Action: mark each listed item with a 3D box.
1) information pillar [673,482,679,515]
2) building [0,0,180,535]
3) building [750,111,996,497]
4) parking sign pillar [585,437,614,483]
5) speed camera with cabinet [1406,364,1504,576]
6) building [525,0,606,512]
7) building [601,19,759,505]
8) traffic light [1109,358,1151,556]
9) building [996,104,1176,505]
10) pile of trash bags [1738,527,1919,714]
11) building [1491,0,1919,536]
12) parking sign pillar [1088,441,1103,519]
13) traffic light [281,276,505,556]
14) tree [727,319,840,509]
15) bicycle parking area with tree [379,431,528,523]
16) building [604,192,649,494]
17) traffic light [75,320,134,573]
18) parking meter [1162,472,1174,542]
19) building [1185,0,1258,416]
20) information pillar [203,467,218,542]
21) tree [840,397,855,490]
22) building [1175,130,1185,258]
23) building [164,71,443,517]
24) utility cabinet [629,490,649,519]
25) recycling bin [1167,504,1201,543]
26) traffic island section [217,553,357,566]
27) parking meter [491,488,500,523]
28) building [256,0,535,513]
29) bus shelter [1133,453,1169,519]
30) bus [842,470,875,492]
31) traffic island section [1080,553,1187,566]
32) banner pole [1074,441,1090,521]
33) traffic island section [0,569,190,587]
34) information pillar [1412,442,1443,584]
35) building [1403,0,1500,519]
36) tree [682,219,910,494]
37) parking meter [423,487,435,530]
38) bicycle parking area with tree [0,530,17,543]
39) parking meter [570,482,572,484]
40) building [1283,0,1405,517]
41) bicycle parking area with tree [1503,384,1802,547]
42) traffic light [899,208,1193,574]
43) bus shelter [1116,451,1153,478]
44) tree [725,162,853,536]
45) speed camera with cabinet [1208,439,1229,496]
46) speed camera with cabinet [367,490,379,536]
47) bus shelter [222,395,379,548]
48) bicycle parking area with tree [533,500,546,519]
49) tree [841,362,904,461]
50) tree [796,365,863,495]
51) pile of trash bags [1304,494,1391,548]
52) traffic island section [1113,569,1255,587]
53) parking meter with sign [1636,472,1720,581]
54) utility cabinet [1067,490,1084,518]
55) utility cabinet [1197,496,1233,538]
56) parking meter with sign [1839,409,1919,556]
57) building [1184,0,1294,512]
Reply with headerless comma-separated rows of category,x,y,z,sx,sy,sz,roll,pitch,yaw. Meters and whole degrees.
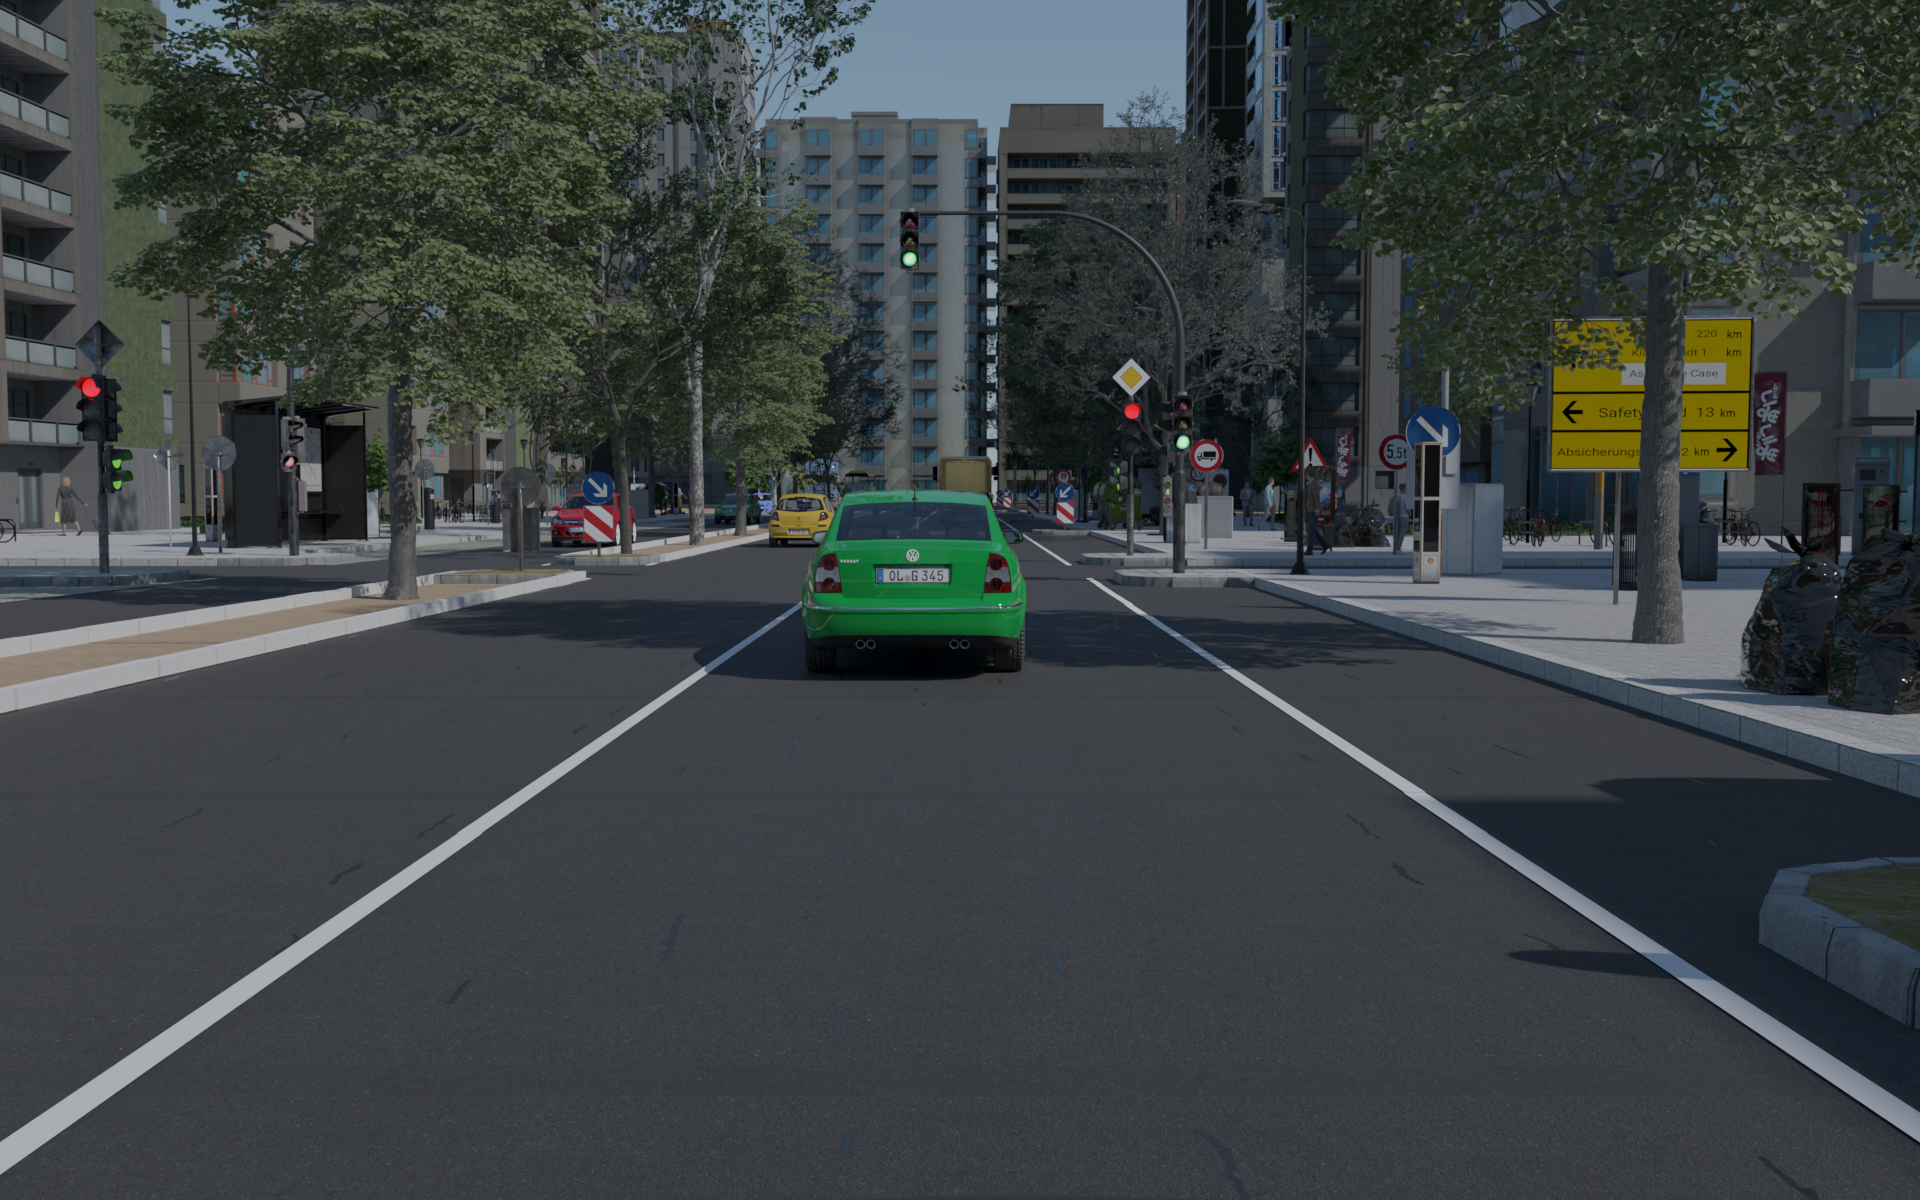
information pillar,-17.280,-6.169,105.358,0.304,2.012,0.304,0,4,-6
building,-35.652,-22.748,55.520,14.154,41.232,14.086,0,3,0
building,-10.730,-36.698,219.622,30.456,49.044,23.786,0,3,0
parking sign pillar,-17.040,-5.711,81.843,1.447,3.967,1.447,1,4,14
speed camera with cabinet,7.740,-1.999,27.028,2.038,3.252,0.660,-3,5,-44
building,-40.684,-31.295,135.369,21.300,48.544,21.600,0,3,0
building,-40.064,-41.405,218.967,28.212,58.520,21.231,0,3,0
traffic light,3.522,-2.876,35.937,0.839,4.253,0.868,0,3,0
building,15.297,-36.381,218.525,21.600,48.544,21.300,0,3,0
pile of trash bags,6.837,-0.063,10.779,3.447,1.369,1.912,0,4,7
building,34.986,-27.017,61.338,30.456,49.044,23.786,0,3,0
parking sign pillar,7.112,-6.132,88.726,1.447,3.967,1.447,1,4,13
traffic light,-11.748,-3.749,35.966,4.771,5.953,1.251,0,3,0
tree,-7.048,-6.917,65.917,4.737,8.622,4.395,0,3,0
bicycle parking area with tree,-24.865,-5.609,78.714,8.231,4.147,9.016,0,4,1
building,-37.458,-24.097,165.689,14.107,30.474,14.160,0,3,0
traffic light,-13.845,-2.387,27.947,0.839,4.253,0.868,0,3,0
parking meter,5.618,-2.475,46.171,0.399,1.863,0.255,3,5,39
building,30.310,-44.229,161.404,20.563,71.187,20.611,0,3,0
information pillar,-20.077,-2.572,46.545,0.304,2.012,0.304,2,4,26
tree,-7.144,-8.086,85.024,4.737,8.622,4.395,0,3,0
building,33.195,-34.593,215.698,14.200,45.320,14.600,0,3,0
building,-43.527,-14.711,85.563,27.650,21.520,28.899,0,3,0
utility cabinet,-16.563,-4.891,88.655,1.173,1.500,0.318,-2,4,-31
recycling bin,5.851,-2.003,45.295,0.722,1.027,0.722,-1,4,-12
traffic island section,-13.880,-0.843,36.067,2.009,0.180,2.903,0,3,0
parking meter,-20.368,-4.132,75.971,0.372,1.533,0.369,0,3,0
building,-37.870,-26.551,117.705,14.154,41.232,14.086,0,3,0
bus shelter,9.848,-5.654,86.373,2.014,3.302,5.546,0,4,0
bus,-10.512,-11.642,181.888,2.896,3.916,12.252,0,4,0
traffic island section,3.562,-0.842,36.051,2.009,0.180,2.903,0,3,0
banner pole,5.794,-5.627,82.020,0.863,3.779,0.401,1,4,19
traffic island section,-13.885,-0.355,28.082,2.009,0.180,2.903,0,3,0
information pillar,6.676,-1.239,24.743,0.304,2.012,0.304,0,4,-7
building,29.486,-26.359,81.085,14.600,45.320,14.200,0,3,0
tree,-7.296,-10.001,76.350,12.009,13.543,11.850,0,3,0
parking meter,-19.076,-3.293,62.244,0.372,1.533,0.369,0,3,0
bicycle parking area with tree,-28.677,-3.448,43.372,9.016,4.147,8.231,1,4,19
parking meter,-19.266,-4.944,86.550,0.399,1.863,0.255,-1,4,-18
building,26.333,-20.303,103.653,14.160,30.474,14.107,0,3,0
bicycle parking area with tree,17.477,-3.572,45.398,8.231,4.147,9.016,1,4,12
traffic light,1.425,-3.250,27.812,4.771,5.953,1.251,0,3,0
bus shelter,9.308,-6.256,93.572,1.731,3.624,6.357,0,4,0
tree,-7.561,-8.462,58.944,7.486,12.596,7.792,0,3,0
speed camera with cabinet,8.467,-4.102,61.398,2.038,3.252,0.660,-1,4,-12
speed camera with cabinet,-18.947,-3.599,53.185,2.038,3.252,0.660,-2,4,-26
bus shelter,-16.569,-3.218,43.894,1.731,3.624,6.357,0,3,0
bicycle parking area with tree,-25.398,-6.332,90.527,8.231,4.147,9.016,0,4,1
tree,-7.303,-9.822,97.462,8.767,10.594,7.601,0,3,0
tree,-7.061,-8.370,89.664,4.360,8.622,3.978,0,3,0
pile of trash bags,9.455,-2.041,43.120,1.912,1.369,3.447,0,4,-1
traffic island section,3.557,-0.354,28.066,2.009,0.180,2.903,0,3,0
parking meter with sign,10.788,-1.829,26.167,0.543,3.016,1.738,-1,4,-14
utility cabinet,6.166,-5.173,93.254,0.318,1.500,1.173,-3,4,-37
utility cabinet,7.421,-2.401,50.422,1.020,1.237,0.306,1,4,16
parking meter with sign,18.991,-2.439,36.133,1.738,3.016,0.543,2,4,24
building,30.871,-50.306,135.178,22.319,86.520,31.000,0,3,0
